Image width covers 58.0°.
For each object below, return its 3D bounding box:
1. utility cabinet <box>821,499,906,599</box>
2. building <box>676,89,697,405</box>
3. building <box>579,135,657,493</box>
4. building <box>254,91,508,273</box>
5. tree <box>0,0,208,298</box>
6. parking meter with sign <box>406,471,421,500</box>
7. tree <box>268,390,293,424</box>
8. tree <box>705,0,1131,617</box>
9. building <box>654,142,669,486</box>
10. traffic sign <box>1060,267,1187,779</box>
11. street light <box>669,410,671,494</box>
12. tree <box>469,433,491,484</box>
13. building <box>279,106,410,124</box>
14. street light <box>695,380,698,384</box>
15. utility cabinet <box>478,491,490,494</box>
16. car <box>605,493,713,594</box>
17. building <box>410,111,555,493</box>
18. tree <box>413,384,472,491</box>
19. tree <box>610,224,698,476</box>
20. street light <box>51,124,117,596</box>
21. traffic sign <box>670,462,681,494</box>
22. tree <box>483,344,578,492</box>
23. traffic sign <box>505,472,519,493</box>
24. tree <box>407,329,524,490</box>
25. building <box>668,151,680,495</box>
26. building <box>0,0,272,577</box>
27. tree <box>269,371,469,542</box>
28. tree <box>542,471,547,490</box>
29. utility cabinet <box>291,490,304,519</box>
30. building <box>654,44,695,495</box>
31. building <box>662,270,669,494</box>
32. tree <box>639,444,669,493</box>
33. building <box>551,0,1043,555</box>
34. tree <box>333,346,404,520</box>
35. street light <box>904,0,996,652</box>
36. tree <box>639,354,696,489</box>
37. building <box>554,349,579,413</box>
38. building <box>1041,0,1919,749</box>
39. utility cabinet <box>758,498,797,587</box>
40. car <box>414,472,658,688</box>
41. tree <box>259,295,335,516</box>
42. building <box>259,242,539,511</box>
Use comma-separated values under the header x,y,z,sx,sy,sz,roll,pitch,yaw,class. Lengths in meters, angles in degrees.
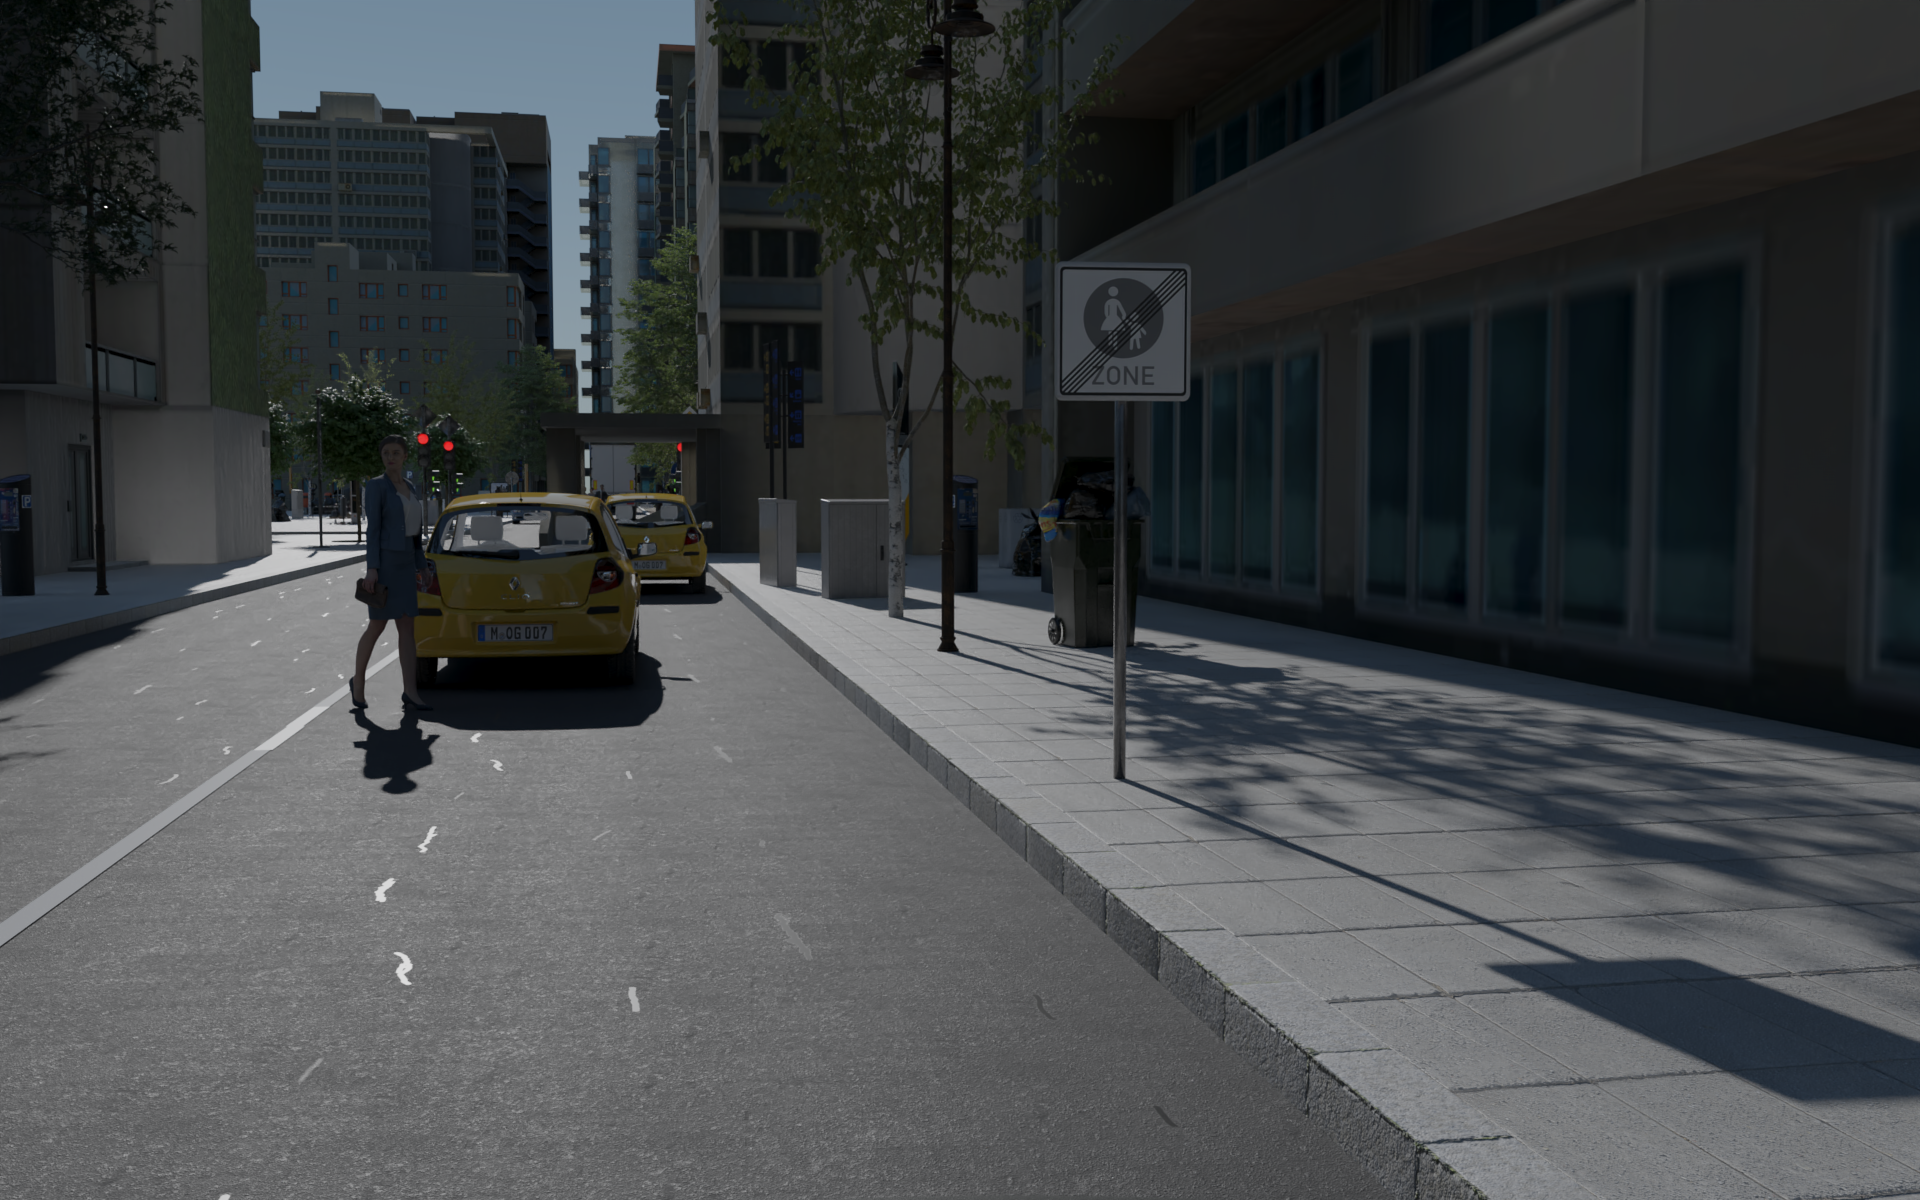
x,y,z,sx,sy,sz,roll,pitch,yaw,class
-1.193,-0.629,21.454,1.020,1.237,0.306,-2,4,-25,utility cabinet
-13.257,-21.804,128.191,14.160,30.474,14.107,-1,4,-11,building
-35.231,-37.480,232.412,30.456,49.044,23.786,-1,4,-11,building
-58.208,-29.375,172.161,32.217,40.220,23.993,-1,4,-11,building
-10.293,-4.925,14.943,7.601,10.594,8.767,-1,4,-20,tree
-41.468,-8.313,132.185,0.543,3.016,1.738,1,4,17,parking meter with sign
-47.016,-10.224,117.525,4.360,8.622,3.978,0,3,0,tree
-0.603,-4.112,17.602,4.737,8.622,4.395,0,3,0,tree
-28.954,-31.891,205.019,14.154,41.232,14.086,-1,4,-11,building
0.718,-0.343,7.746,0.606,2.300,0.079,0,4,-7,traffic sign
-15.943,-7.495,95.337,0.468,5.910,1.993,-1,4,-11,street light
-20.266,-5.157,68.032,4.285,4.588,4.351,0,3,0,tree
-68.625,-33.435,196.779,14.200,45.320,14.600,-1,4,-11,building
-8.151,-5.028,54.988,0.468,5.910,1.993,-1,4,-11,street light
-31.686,-6.564,115.999,1.173,1.500,0.318,2,4,28,utility cabinet
-4.737,-0.978,26.210,2.015,1.641,3.980,-1,4,-10,car
-54.389,-33.603,199.522,14.200,45.320,14.600,-1,4,-11,building
-34.390,-10.112,115.691,4.360,8.622,3.978,0,3,0,tree
-10.877,-9.487,73.245,7.486,12.596,7.792,0,3,0,tree
-10.888,-2.997,21.797,0.468,5.910,1.993,-1,4,-11,street light
-10.900,-4.127,67.589,0.768,2.556,0.104,0,4,-8,traffic sign
-32.158,-13.014,130.913,7.486,12.596,7.792,0,3,0,tree
-25.290,-5.974,97.776,0.768,2.556,0.104,0,4,-5,traffic sign
-23.024,-7.823,78.276,4.737,8.622,4.395,0,3,0,tree
-17.422,-23.055,148.653,14.160,30.474,14.107,-1,4,-11,building
-20.148,-21.027,27.391,14.154,41.232,14.086,-1,4,-11,building
-16.209,-3.841,46.509,4.285,4.588,4.351,0,3,0,tree
-44.574,-12.676,190.973,4.285,4.588,4.351,0,3,0,tree
-33.963,-4.901,88.809,0.318,1.500,1.173,0,4,-7,utility cabinet
-18.518,-31.535,170.229,22.147,44.769,28.867,-1,4,-11,building
-25.803,-25.651,191.101,14.160,30.474,14.107,-1,4,-11,building
-19.625,-10.088,115.297,4.737,8.622,4.395,0,3,0,tree
5.901,-21.535,43.975,32.217,40.220,23.993,-1,4,-11,building
-29.858,-8.326,86.490,4.360,8.622,3.978,0,3,0,tree
-0.098,-2.519,13.967,0.468,5.910,1.993,-1,4,-11,street light
-13.883,-8.284,85.812,4.360,8.622,3.978,0,3,0,tree
-65.451,-23.479,228.919,28.899,21.520,27.650,-1,4,-11,building
13.526,-23.813,13.051,21.300,48.544,21.600,-1,4,-11,building
-2.556,-0.807,24.350,0.306,1.237,1.020,-1,4,-21,utility cabinet
-3.522,-0.251,14.322,2.015,1.641,3.980,-1,4,-10,car
-25.513,-6.872,62.724,4.737,8.622,4.395,0,3,0,tree
-50.825,-18.485,147.274,27.650,21.520,28.899,-1,4,-11,building
